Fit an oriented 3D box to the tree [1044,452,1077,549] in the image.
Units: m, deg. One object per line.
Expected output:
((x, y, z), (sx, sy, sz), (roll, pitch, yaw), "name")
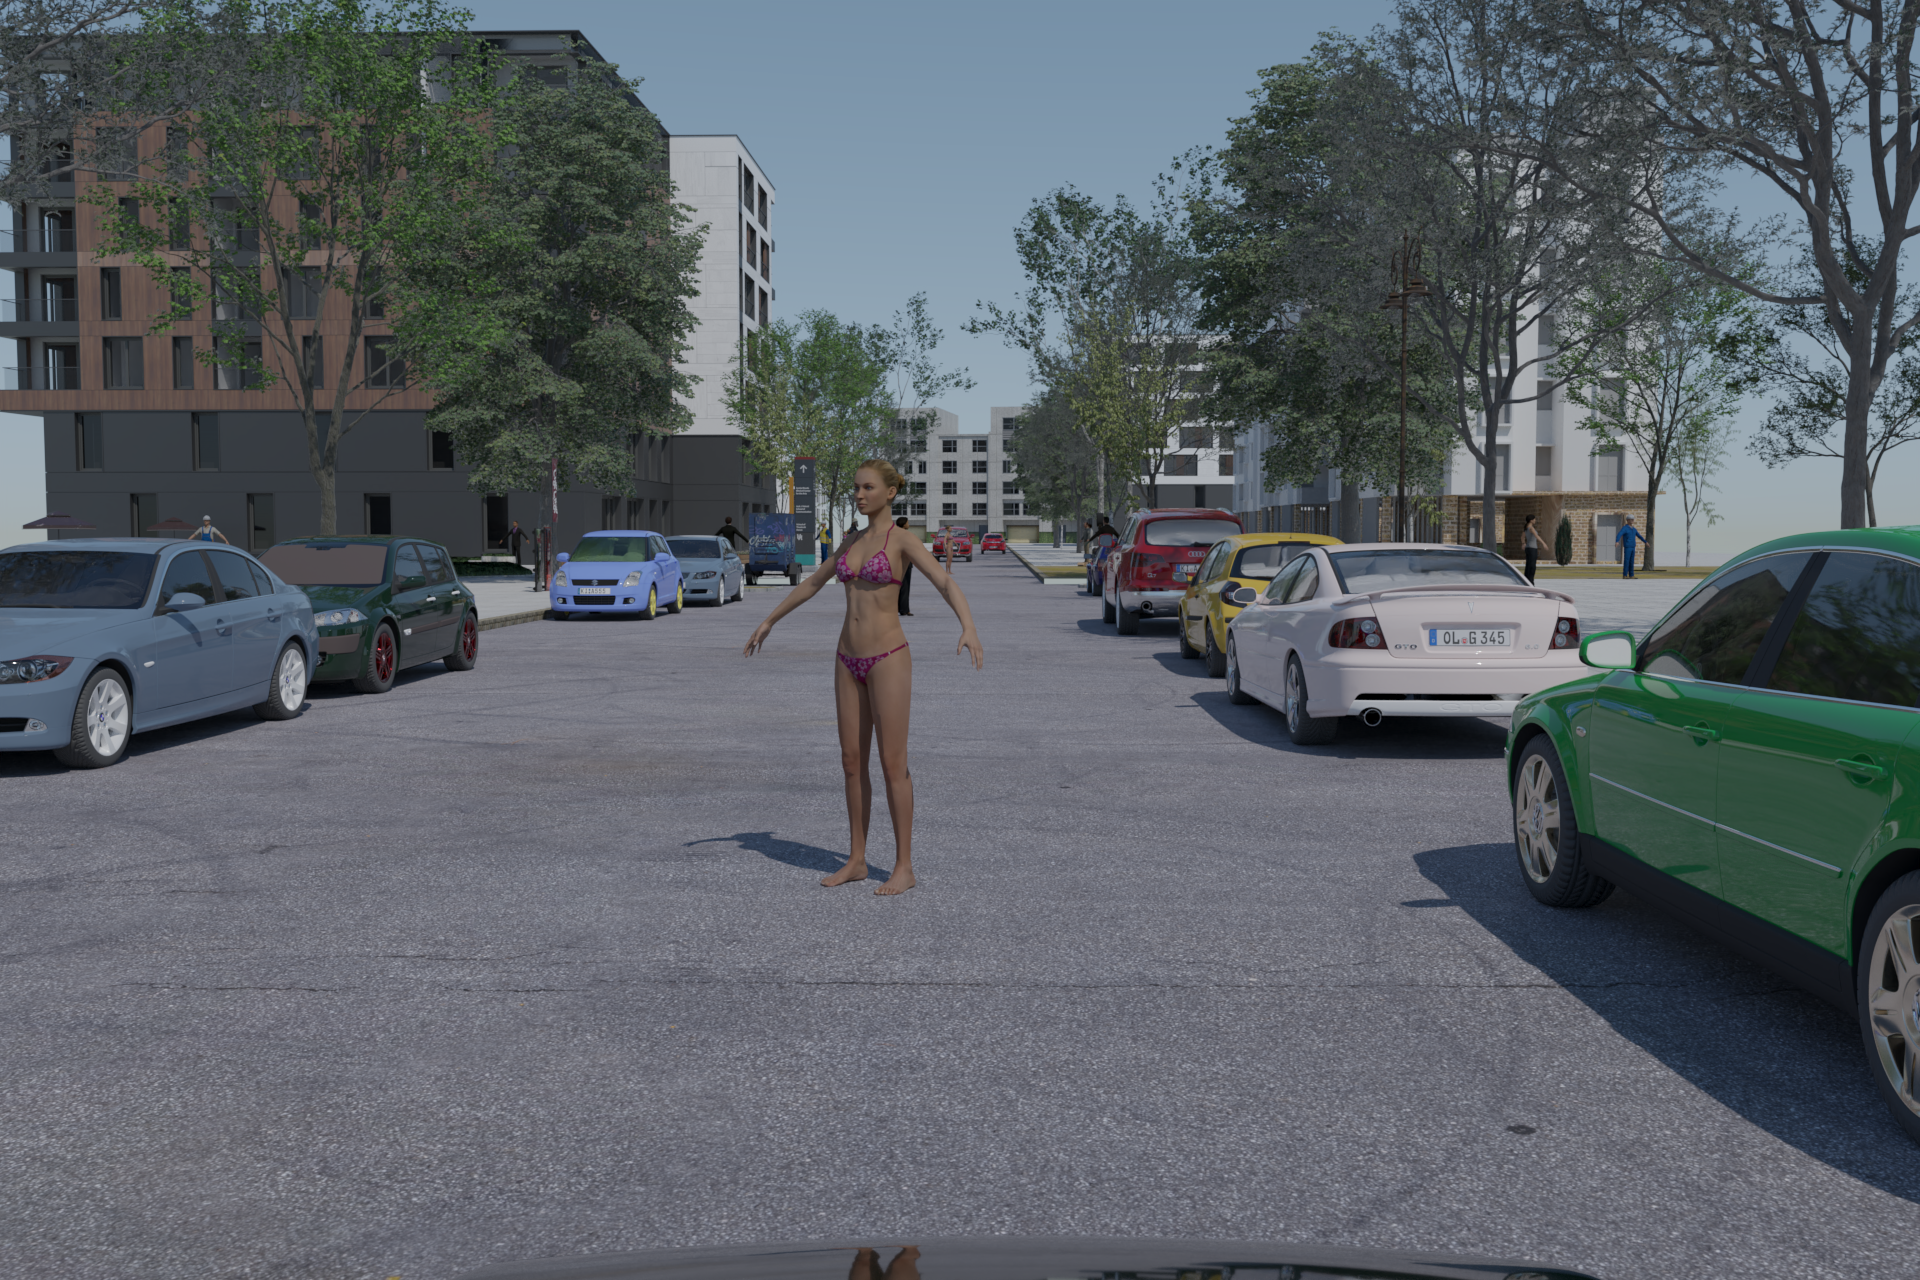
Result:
((8.275, -11.824, 143.683), (4.360, 8.622, 3.978), (0, 3, 0), "tree")

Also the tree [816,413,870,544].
((-7.159, -9.287, 102.203), (4.737, 8.622, 4.395), (0, 3, 0), "tree")

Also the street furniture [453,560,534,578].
((-16.749, -2.116, 50.226), (5.734, 0.657, 10.072), (1, 4, 22), "street furniture")

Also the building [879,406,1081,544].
((5.595, -23.116, 246.866), (31.486, 18.905, 16.747), (1, 4, 10), "building")

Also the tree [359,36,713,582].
((-11.079, -8.530, 46.124), (9.857, 13.997, 8.962), (0, 3, 0), "tree")

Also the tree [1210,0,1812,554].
((9.953, -7.473, 32.551), (12.009, 13.543, 11.850), (0, 3, 0), "tree")

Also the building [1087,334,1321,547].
((28.062, -21.372, 193.410), (27.936, 21.610, 32.646), (0, 4, 1), "building")

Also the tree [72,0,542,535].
((-11.308, -6.410, 30.566), (9.928, 11.665, 9.643), (0, 3, 0), "tree")

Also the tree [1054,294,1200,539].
((4.928, -6.317, 53.641), (4.737, 8.622, 4.395), (0, 3, 0), "tree")

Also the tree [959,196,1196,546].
((6.825, -14.826, 98.298), (12.611, 20.169, 13.585), (0, 3, 0), "tree")

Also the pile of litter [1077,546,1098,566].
((5.212, -3.338, 68.537), (1.176, 0.858, 1.719), (0, 4, 0), "pile of litter")

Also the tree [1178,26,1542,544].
((10.071, -8.409, 44.150), (9.857, 13.997, 8.962), (0, 3, 0), "tree")

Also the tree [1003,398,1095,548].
((8.793, -15.255, 156.074), (9.857, 13.997, 8.962), (0, 3, 0), "tree")

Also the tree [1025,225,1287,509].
((7.699, -9.768, 70.078), (12.009, 13.543, 11.850), (0, 3, 0), "tree")

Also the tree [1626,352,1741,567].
((28.269, -7.114, 66.677), (4.360, 8.622, 3.978), (0, 3, 0), "tree")

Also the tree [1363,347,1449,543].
((14.516, -6.508, 56.762), (4.737, 8.622, 4.395), (0, 3, 0), "tree")

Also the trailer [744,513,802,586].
((-5.204, -2.472, 47.471), (1.471, 1.999, 3.904), (0, 4, 1), "trailer")

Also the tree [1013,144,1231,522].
((9.579, -13.935, 83.723), (12.611, 20.169, 13.585), (0, 3, 0), "tree")

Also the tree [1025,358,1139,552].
((9.028, -13.484, 127.124), (9.857, 13.997, 8.962), (0, 3, 0), "tree")

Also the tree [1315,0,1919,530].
((9.433, -6.578, 17.919), (12.009, 13.543, 11.850), (0, 3, 0), "tree")

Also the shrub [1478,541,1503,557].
((17.009, -2.734, 55.810), (1.383, 1.207, 1.383), (0, 3, 0), "shrub")

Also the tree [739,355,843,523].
((-7.215, -7.382, 71.064), (4.737, 8.622, 4.395), (0, 3, 0), "tree")

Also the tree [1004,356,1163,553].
((7.831, -12.504, 114.811), (12.009, 13.543, 11.850), (0, 3, 0), "tree")

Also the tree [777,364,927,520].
((-7.381, -12.795, 119.567), (12.009, 13.543, 11.850), (0, 3, 0), "tree")

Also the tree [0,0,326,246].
((-12.361, -6.607, 18.396), (12.009, 13.543, 11.850), (0, 3, 0), "tree")

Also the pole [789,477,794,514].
((-6.031, -4.169, 62.014), (0.158, 3.312, 0.155), (0, 3, 0), "pole")

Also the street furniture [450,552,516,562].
((-19.498, -2.838, 62.023), (5.734, 0.657, 10.072), (-2, 4, -31), "street furniture")

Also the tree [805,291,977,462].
((-5.401, -17.089, 135.297), (12.611, 20.169, 13.585), (0, 3, 0), "tree")

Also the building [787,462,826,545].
((-21.016, -16.701, 215.208), (9.099, 9.664, 28.070), (0, 4, 1), "building")

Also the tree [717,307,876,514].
((-7.386, -9.360, 78.796), (9.928, 11.665, 9.643), (0, 3, 0), "tree")

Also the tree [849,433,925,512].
((-6.637, -13.465, 154.564), (7.601, 10.594, 8.767), (-2, 4, -35), "tree")

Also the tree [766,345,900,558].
((-6.840, -10.242, 93.214), (9.928, 11.665, 9.643), (0, 3, 0), "tree")

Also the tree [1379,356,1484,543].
((17.486, -7.175, 67.681), (4.360, 8.622, 3.978), (0, 3, 0), "tree")

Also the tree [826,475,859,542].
((-16.639, -20.463, 244.937), (12.009, 13.543, 11.850), (0, 3, 0), "tree")

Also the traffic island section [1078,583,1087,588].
((4.182, -1.449, 46.552), (1.991, 0.108, 1.994), (0, 4, 0), "traffic island section")

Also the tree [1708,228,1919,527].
((26.808, -7.122, 50.863), (8.767, 10.594, 7.601), (-1, 4, -9), "tree")

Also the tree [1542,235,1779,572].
((23.940, -8.175, 59.421), (9.928, 11.665, 9.643), (0, 3, 0), "tree")

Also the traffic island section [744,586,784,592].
((-5.523, -1.289, 43.945), (1.991, 0.108, 1.994), (0, 4, 2), "traffic island section")
